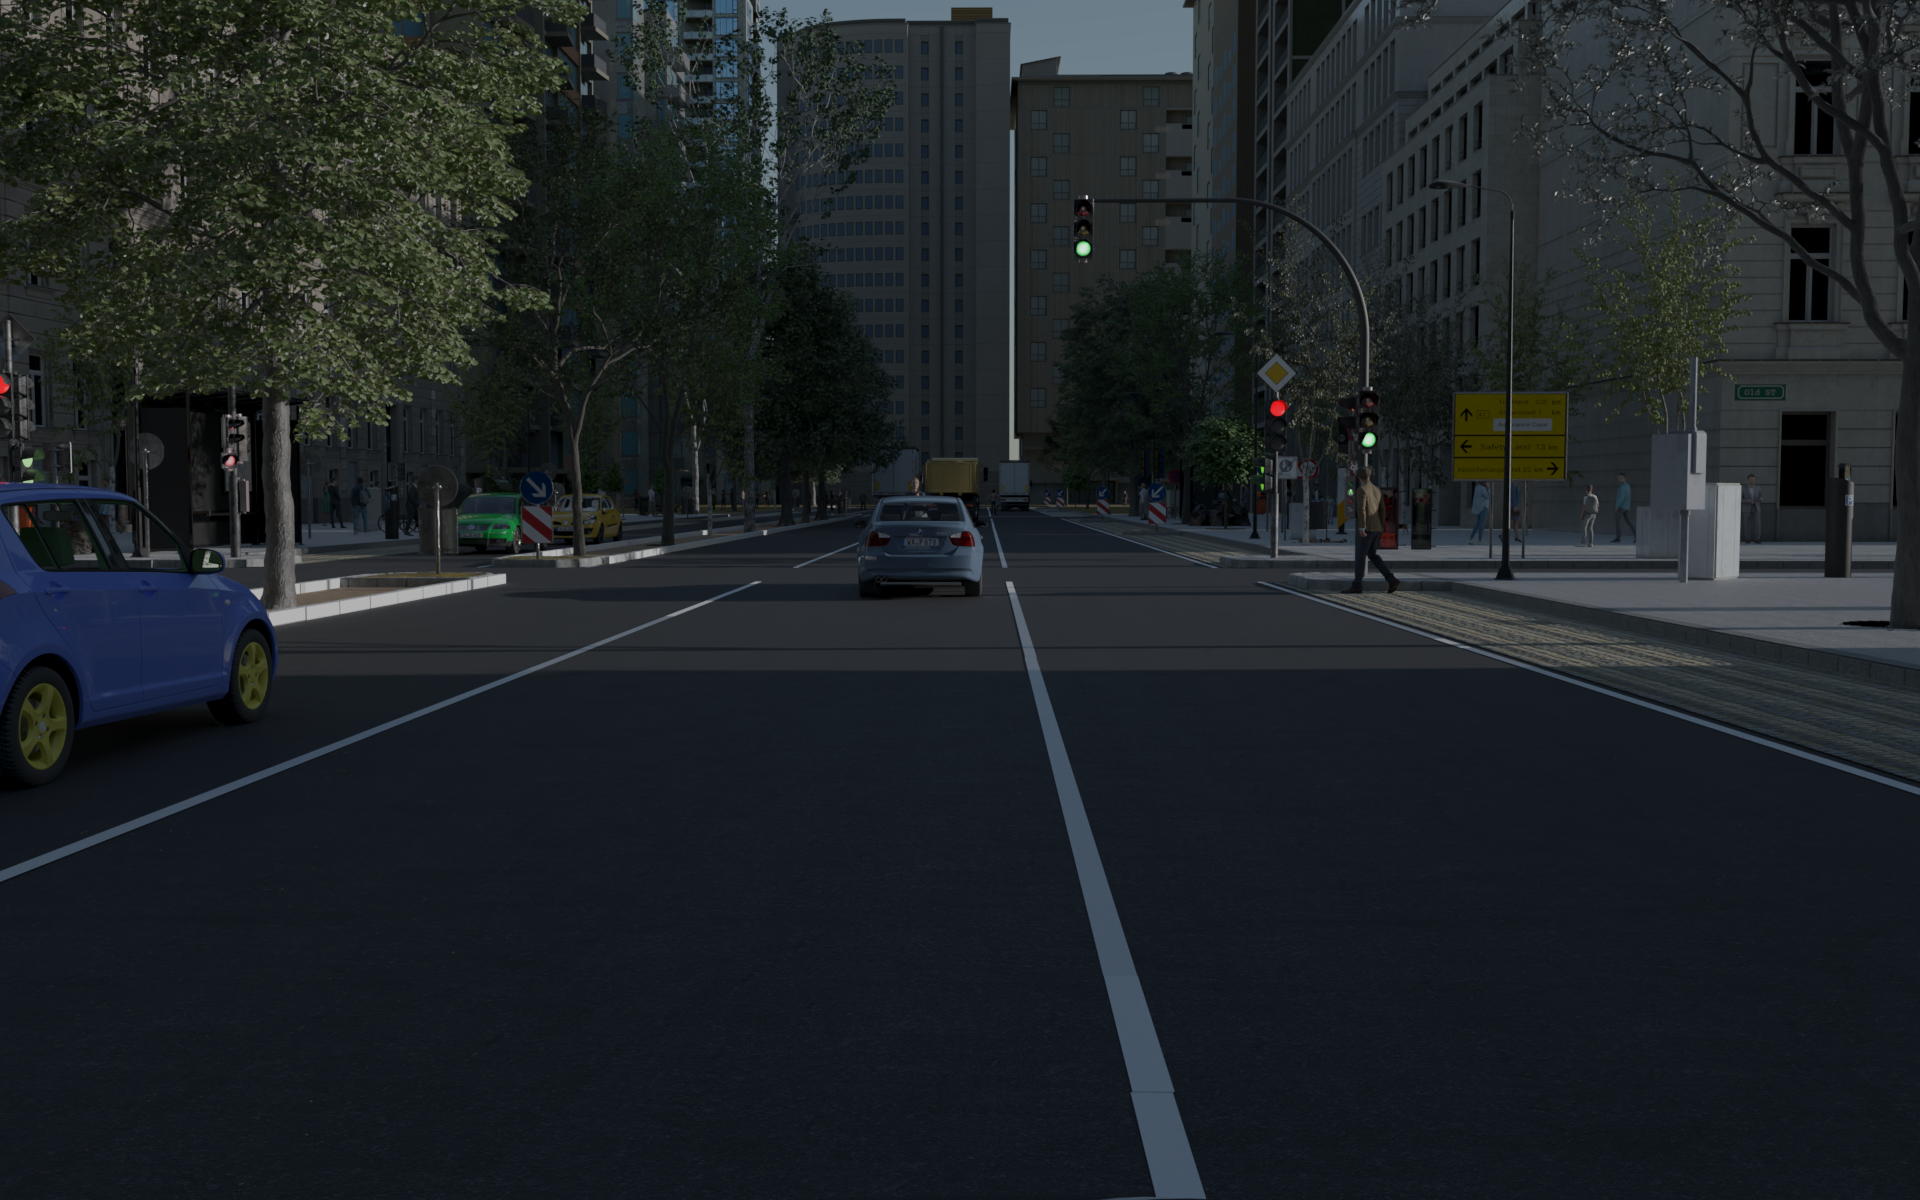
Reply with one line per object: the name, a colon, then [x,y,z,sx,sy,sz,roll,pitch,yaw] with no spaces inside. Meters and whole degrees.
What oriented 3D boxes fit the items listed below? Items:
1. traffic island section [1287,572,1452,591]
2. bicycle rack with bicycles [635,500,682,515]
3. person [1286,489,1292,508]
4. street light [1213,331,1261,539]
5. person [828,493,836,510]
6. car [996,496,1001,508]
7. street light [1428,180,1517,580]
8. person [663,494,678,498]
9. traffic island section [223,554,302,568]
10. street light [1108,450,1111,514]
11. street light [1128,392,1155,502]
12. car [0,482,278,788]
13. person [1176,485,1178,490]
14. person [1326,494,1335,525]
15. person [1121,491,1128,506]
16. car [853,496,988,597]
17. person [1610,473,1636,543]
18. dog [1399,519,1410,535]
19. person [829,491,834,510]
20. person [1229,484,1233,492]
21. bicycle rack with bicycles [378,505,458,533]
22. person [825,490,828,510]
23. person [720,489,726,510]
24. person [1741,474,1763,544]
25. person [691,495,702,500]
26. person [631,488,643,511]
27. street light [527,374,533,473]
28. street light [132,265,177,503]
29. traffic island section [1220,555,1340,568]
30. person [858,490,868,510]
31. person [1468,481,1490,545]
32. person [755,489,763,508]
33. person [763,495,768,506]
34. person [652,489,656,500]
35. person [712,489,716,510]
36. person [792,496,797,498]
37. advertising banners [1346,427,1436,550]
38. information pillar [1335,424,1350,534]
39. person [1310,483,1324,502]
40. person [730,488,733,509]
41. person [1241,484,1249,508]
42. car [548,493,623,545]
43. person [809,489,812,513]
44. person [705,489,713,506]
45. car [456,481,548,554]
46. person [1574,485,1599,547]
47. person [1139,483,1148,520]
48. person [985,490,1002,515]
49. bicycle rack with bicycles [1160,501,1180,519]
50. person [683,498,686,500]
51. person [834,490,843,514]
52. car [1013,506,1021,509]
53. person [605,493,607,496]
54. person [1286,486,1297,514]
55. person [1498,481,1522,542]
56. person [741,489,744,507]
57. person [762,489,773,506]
traffic island section: [6.225,-0.279,26.839,2.009,0.180,2.903,0,4,1]
bicycle rack with bicycles: [-18.160,-5.642,105.624,2.925,0.926,2.852,0,4,-1]
person: [17.141,-5.171,90.444,0.638,1.841,0.748,-2,4,-31]
street light: [7.924,-4.710,49.555,1.470,5.913,1.316,0,4,1]
person: [-11.586,-9.060,157.346,0.721,1.735,1.217,2,4,33]
car: [4.554,-10.071,176.655,2.014,1.417,4.499,0,4,0]
street light: [7.637,-3.258,25.811,1.470,5.913,1.316,0,4,1]
person: [-23.057,-8.048,137.619,1.348,1.826,0.705,0,4,0]
traffic island section: [-14.702,-0.785,35.121,2.009,0.180,2.903,0,4,1]
street light: [8.807,-8.344,108.961,1.470,5.913,1.316,0,4,1]
street light: [8.354,-6.527,79.258,1.470,5.913,1.316,0,4,1]
car: [-5.281,-0.011,9.764,1.945,1.707,3.694,0,4,1]
person: [12.582,-5.779,100.873,0.623,1.781,0.721,-2,4,-32]
person: [15.609,-3.834,73.005,0.425,1.301,0.394,0,4,-4]
person: [18.036,-11.052,189.759,0.434,1.755,0.990,-3,5,-41]
car: [-0.581,-0.824,25.479,2.014,1.417,4.499,0,4,-1]
person: [17.456,-2.420,45.467,0.638,1.841,0.748,-3,5,-40]
dog: [13.957,-2.324,54.832,0.540,0.507,0.406,0,4,7]
person: [-11.173,-8.727,152.017,0.721,1.723,1.217,0,4,3]
person: [14.271,-5.269,92.150,0.622,1.834,0.822,-2,4,-25]
bicycle rack with bicycles: [-17.896,-2.710,57.689,2.925,0.926,2.852,-1,4,-8]
person: [-12.392,-9.210,159.226,0.705,1.807,1.348,2,4,24]
person: [-18.634,-7.857,135.971,0.593,1.643,0.415,1,4,15]
person: [20.547,-2.367,44.936,0.606,1.804,0.583,0,4,7]
person: [-21.396,-8.147,138.875,1.348,1.869,0.705,-1,4,-13]
person: [-25.044,-7.807,134.412,1.217,1.743,0.721,1,4,20]
street light: [-15.654,-5.655,65.001,1.470,5.913,1.316,0,4,1]
street light: [-16.128,-3.821,35.017,1.470,5.913,1.316,0,4,1]
traffic island section: [6.337,-0.767,34.823,2.009,0.180,2.903,0,4,1]
person: [-8.555,-8.807,153.053,0.990,1.755,0.434,2,4,28]
person: [13.148,-2.294,43.818,0.793,1.790,0.793,-3,4,-37]
person: [-18.453,-9.310,158.793,0.750,1.759,0.617,-3,4,-39]
person: [-21.697,-11.083,192.945,0.421,1.427,0.697,2,4,27]
person: [-26.924,-8.871,152.004,0.541,1.710,0.530,0,4,-8]
person: [-20.234,-8.254,141.721,0.721,1.736,1.217,1,4,10]
person: [-17.794,-10.816,186.140,1.065,1.426,0.557,3,5,41]
advertising banners: [9.918,-2.677,39.963,2.074,3.025,0.090,1,4,9]
information pillar: [12.203,-3.892,54.992,0.183,3.616,0.504,-3,5,-41]
person: [16.592,-4.532,80.488,0.623,1.781,0.721,0,4,6]
person: [-20.042,-8.923,151.950,0.705,1.821,1.348,-1,4,-13]
person: [14.144,-4.903,86.477,0.573,1.790,0.520,1,4,9]
car: [-10.988,-2.453,50.327,2.015,1.641,3.980,0,4,1]
person: [-11.330,-7.398,129.588,0.705,1.807,1.348,-2,4,-24]
person: [-26.021,-10.692,180.801,1.348,1.831,0.705,2,4,33]
car: [-11.405,-2.068,42.614,1.959,1.807,4.718,0,4,0]
person: [15.200,-2.037,41.946,0.523,1.515,0.503,2,4,35]
person: [8.953,-4.759,84.079,0.478,1.798,0.641,-3,4,-36]
person: [2.286,-6.696,118.693,1.217,1.736,0.721,-1,4,-10]
bicycle rack with bicycles: [10.875,-4.785,91.615,2.925,0.926,2.852,-3,5,-44]
person: [-25.473,-9.404,160.581,0.721,1.735,1.217,0,4,-1]
person: [-8.645,-6.941,122.788,0.742,1.727,0.445,1,4,9]
car: [5.033,-9.234,160.768,2.009,1.686,4.222,0,4,0]
person: [-30.982,-8.759,150.033,0.721,1.735,1.217,2,4,31]
person: [18.896,-5.661,98.561,0.822,1.834,0.622,-1,4,-9]
person: [14.711,-2.451,46.146,0.654,1.822,0.581,2,4,32]
person: [-21.762,-10.160,172.683,0.750,1.759,0.617,3,5,43]
person: [-20.241,-10.764,182.163,1.348,1.807,0.705,0,4,2]
